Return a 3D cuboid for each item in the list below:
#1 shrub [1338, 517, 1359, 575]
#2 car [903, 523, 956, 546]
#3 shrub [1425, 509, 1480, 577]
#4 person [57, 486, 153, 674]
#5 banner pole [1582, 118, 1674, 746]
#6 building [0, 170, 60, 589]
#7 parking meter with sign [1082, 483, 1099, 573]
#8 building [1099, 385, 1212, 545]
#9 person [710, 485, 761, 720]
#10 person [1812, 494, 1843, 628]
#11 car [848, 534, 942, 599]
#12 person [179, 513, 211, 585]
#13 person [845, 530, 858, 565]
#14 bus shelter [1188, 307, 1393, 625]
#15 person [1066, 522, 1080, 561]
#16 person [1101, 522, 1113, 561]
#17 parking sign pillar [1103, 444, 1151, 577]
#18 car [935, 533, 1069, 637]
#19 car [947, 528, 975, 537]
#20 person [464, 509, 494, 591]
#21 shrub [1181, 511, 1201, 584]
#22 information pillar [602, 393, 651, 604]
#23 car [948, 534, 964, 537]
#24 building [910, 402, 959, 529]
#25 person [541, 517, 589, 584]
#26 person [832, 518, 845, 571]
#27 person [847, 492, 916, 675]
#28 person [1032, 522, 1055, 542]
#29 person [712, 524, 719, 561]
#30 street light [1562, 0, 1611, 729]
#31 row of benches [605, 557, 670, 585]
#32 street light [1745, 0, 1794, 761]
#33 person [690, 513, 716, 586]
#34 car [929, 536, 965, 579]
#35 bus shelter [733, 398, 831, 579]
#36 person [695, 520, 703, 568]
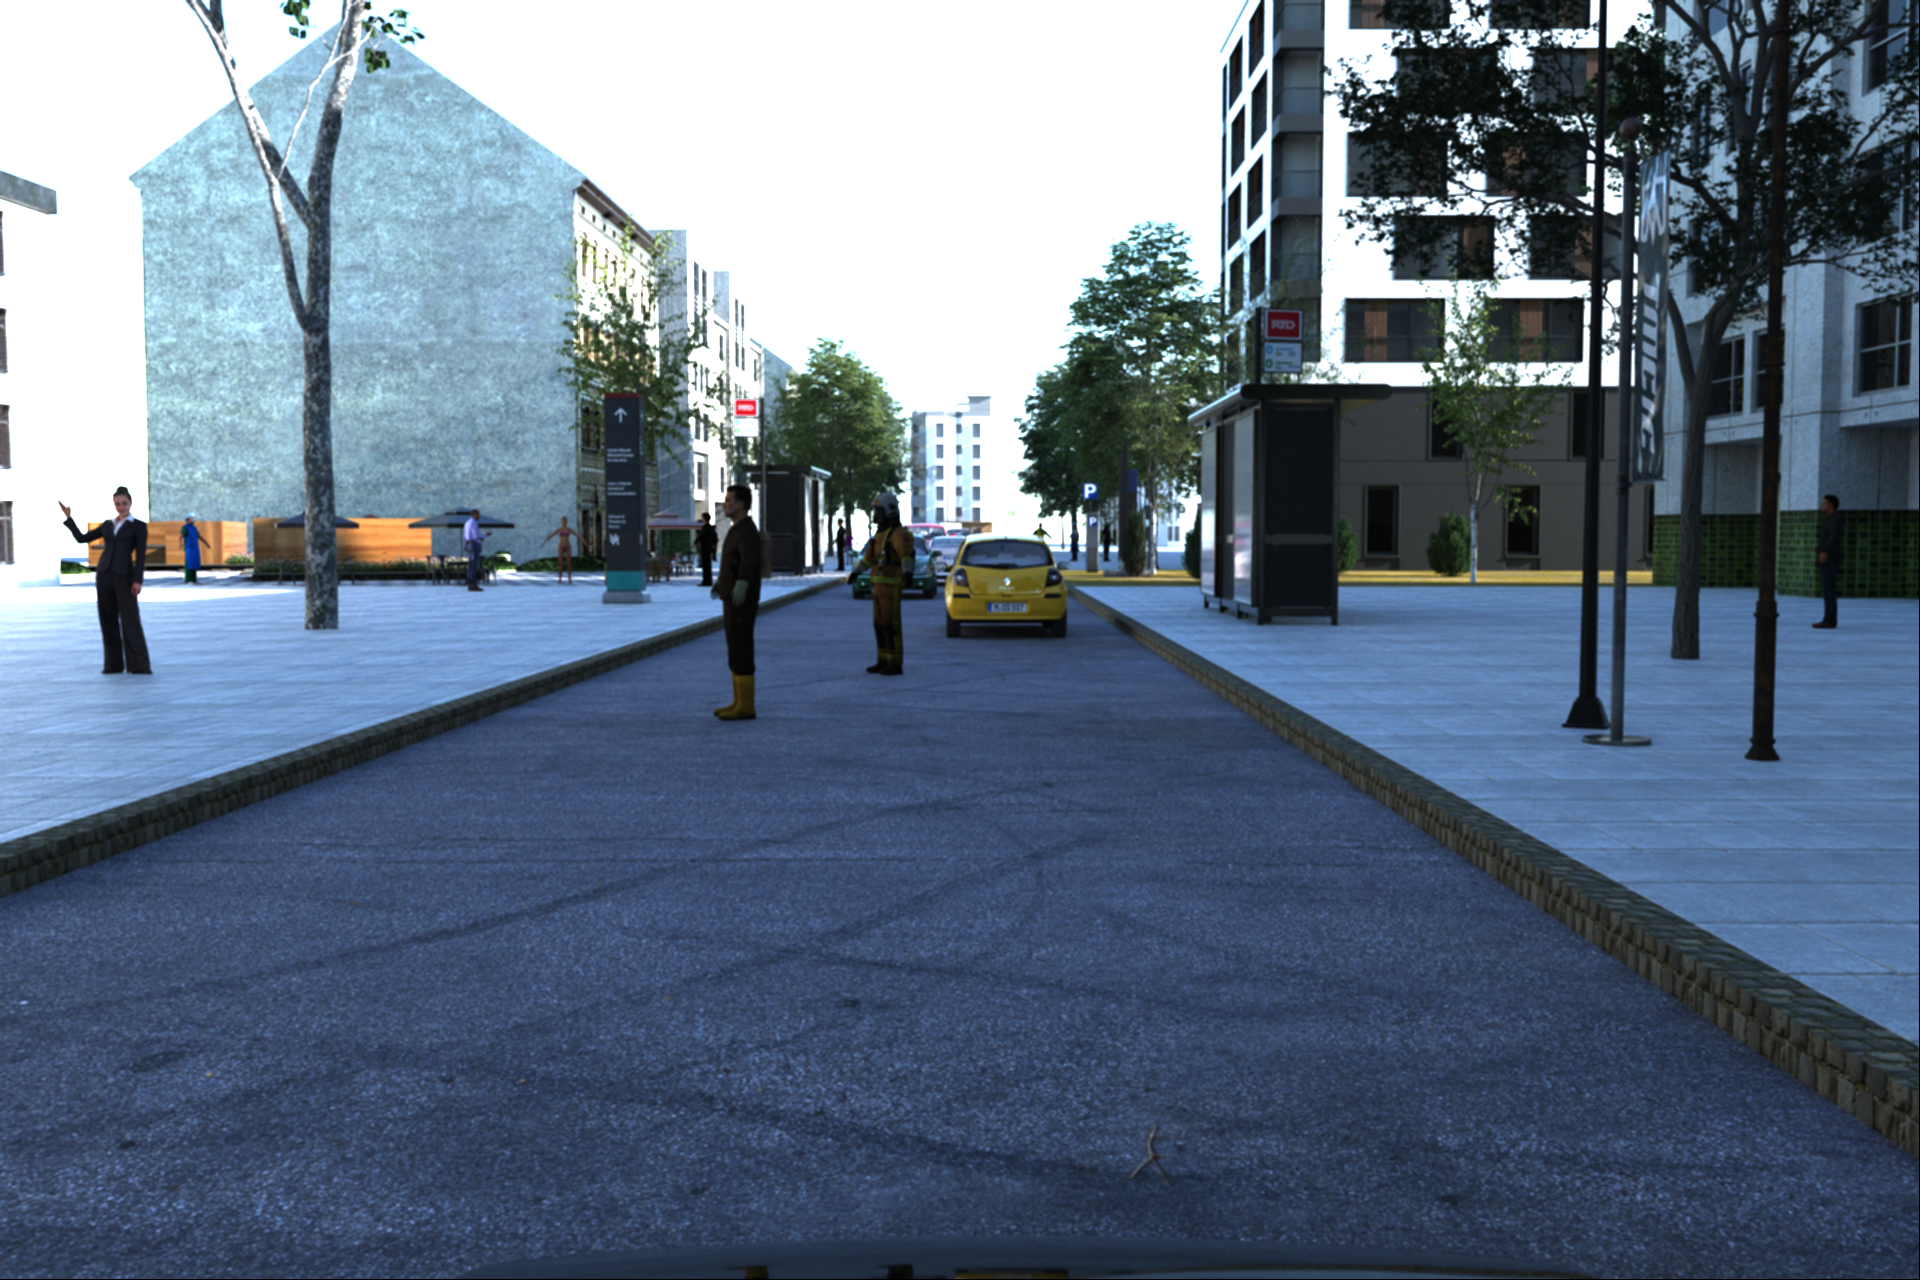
[{"bbox_3d":[11.707,-3.052,54.321,1.690,2.028,1.600,0,3,0],"label":"shrub"},{"bbox_3d":[-1.275,-3.199,60.975,2.281,1.827,5.304,0,4,0],"label":"car"},{"bbox_3d":[14.805,-2.915,52.081,1.690,2.028,1.600,0,3,0],"label":"shrub"},{"bbox_3d":[-7.803,-0.548,15.806,0.742,1.727,0.445,-2,4,-27],"label":"person"},{"bbox_3d":[4.034,-1.241,10.306,0.401,3.779,0.863,0,4,1],"label":"banner pole"},{"bbox_3d":[-23.116,-5.282,28.503,9.099,9.664,28.070,0,4,1],"label":"building"},{"bbox_3d":[4.435,-3.802,58.421,0.543,3.016,1.738,0,4,0],"label":"parking meter with sign"},{"bbox_3d":[26.455,-21.133,211.976,16.747,18.905,31.486,0,4,1],"label":"building"},{"bbox_3d":[-1.744,-0.298,13.466,0.704,1.812,1.346,-1,4,-15],"label":"person"},{"bbox_3d":[11.839,-1.075,23.649,0.705,1.821,1.348,2,4,25],"label":"person"},{"bbox_3d":[-1.464,-1.718,39.889,2.131,1.459,4.920,0,4,0],"label":"car"},{"bbox_3d":[-19.336,-2.293,43.622,0.704,1.817,1.347,0,4,7],"label":"person"},{"bbox_3d":[-4.620,-3.826,71.814,0.991,1.433,0.599,-2,4,-35],"label":"person"},{"bbox_3d":[5.012,-3.106,28.423,2.179,5.291,8.768,0,4,0],"label":"bus shelter"},{"bbox_3d":[5.372,-4.641,81.735,0.705,1.847,1.347,-1,4,-22],"label":"person"},{"bbox_3d":[6.936,-4.640,81.642,0.705,1.856,1.354,1,4,20],"label":"person"},{"bbox_3d":[5.045,-3.901,52.255,1.447,3.967,1.447,0,3,0],"label":"parking sign pillar"},{"bbox_3d":[0.635,-0.931,25.446,2.015,1.641,3.980,0,4,0],"label":"car"},{"bbox_3d":[-0.136,-6.472,114.486,2.281,1.827,5.304,0,4,0],"label":"car"},{"bbox_3d":[-10.844,-2.027,39.059,0.599,1.838,0.709,-3,4,-36],"label":"person"},{"bbox_3d":[6.509,-2.482,44.624,1.661,2.075,1.752,0,3,0],"label":"shrub"},{"bbox_3d":[-6.199,-2.613,32.104,0.750,3.857,0.750,0,3,0],"label":"information pillar"},{"bbox_3d":[-0.380,-5.354,97.318,2.009,1.686,4.222,0,4,1],"label":"car"},{"bbox_3d":[-6.598,-23.309,239.986,11.380,20.090,16.016,0,4,3],"label":"building"},{"bbox_3d":[-10.231,-2.327,44.841,1.217,1.733,0.721,-1,4,-16],"label":"person"},{"bbox_3d":[-4.192,-3.330,60.376,0.705,1.837,1.347,1,4,8],"label":"person"},{"bbox_3d":[-0.765,-0.581,17.717,0.705,1.858,1.354,-2,4,-29],"label":"person"},{"bbox_3d":[3.745,-4.549,80.343,1.349,1.833,0.705,-1,4,-21],"label":"person"},{"bbox_3d":[-11.482,-4.577,81.554,0.721,1.740,1.216,0,3,0],"label":"person"},{"bbox_3d":[4.724,-2.374,11.357,1.470,5.913,1.316,0,4,0],"label":"street light"},{"bbox_3d":[-8.391,-1.828,45.357,1.422,0.672,4.104,0,4,5],"label":"row of benches"},{"bbox_3d":[4.572,-2.257,9.691,0.468,5.910,1.993,0,4,1],"label":"street light"},{"bbox_3d":[-6.259,-2.225,42.569,0.705,1.806,1.347,1,4,15],"label":"person"},{"bbox_3d":[-0.145,-2.264,49.373,2.083,1.381,4.827,0,4,1],"label":"car"},{"bbox_3d":[-5.518,-4.657,53.778,2.179,5.291,8.768,0,4,1],"label":"bus shelter"},{"bbox_3d":[-9.891,-3.671,66.167,0.704,1.843,1.345,0,4,7],"label":"person"}]
